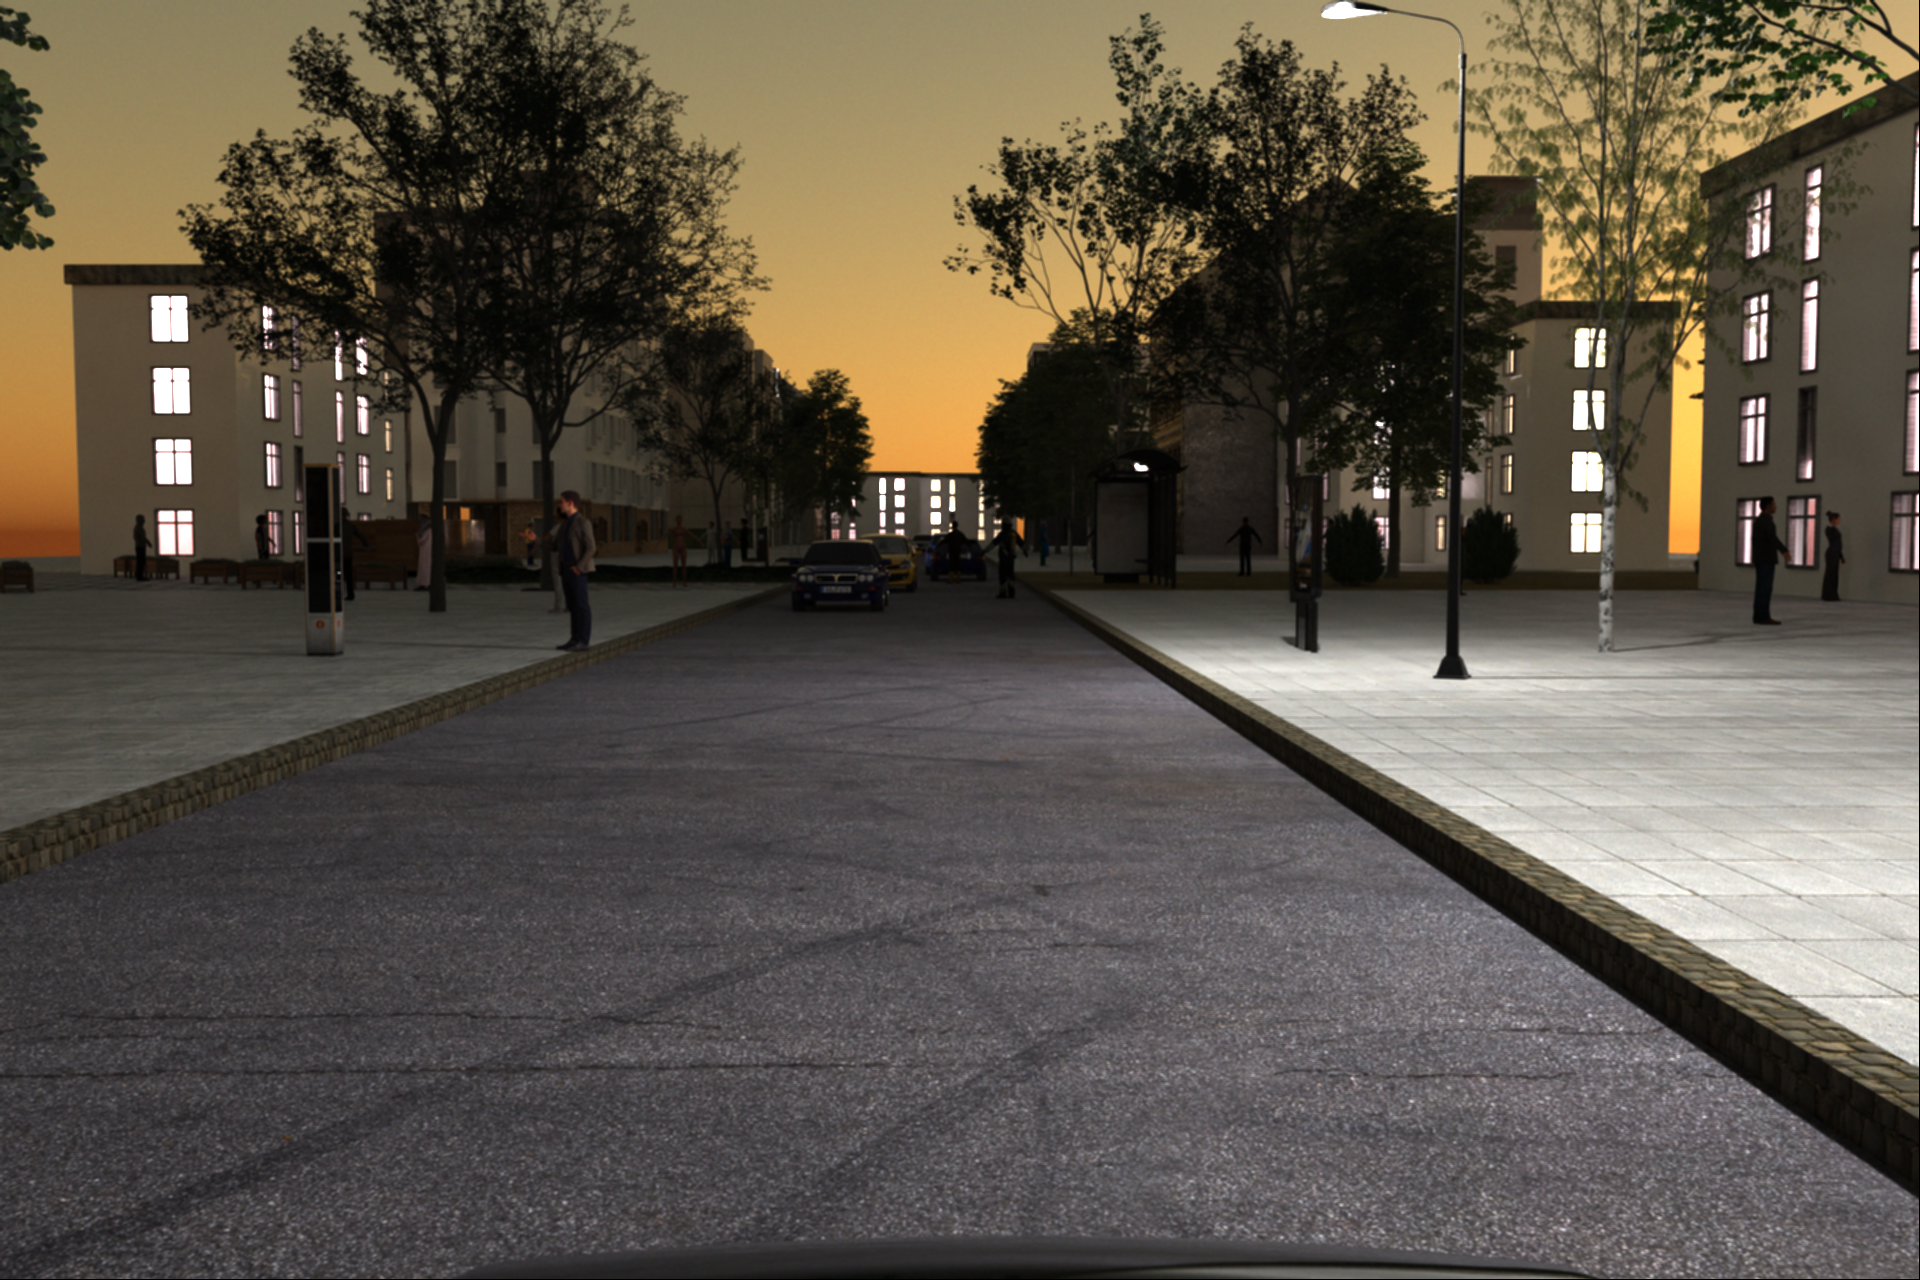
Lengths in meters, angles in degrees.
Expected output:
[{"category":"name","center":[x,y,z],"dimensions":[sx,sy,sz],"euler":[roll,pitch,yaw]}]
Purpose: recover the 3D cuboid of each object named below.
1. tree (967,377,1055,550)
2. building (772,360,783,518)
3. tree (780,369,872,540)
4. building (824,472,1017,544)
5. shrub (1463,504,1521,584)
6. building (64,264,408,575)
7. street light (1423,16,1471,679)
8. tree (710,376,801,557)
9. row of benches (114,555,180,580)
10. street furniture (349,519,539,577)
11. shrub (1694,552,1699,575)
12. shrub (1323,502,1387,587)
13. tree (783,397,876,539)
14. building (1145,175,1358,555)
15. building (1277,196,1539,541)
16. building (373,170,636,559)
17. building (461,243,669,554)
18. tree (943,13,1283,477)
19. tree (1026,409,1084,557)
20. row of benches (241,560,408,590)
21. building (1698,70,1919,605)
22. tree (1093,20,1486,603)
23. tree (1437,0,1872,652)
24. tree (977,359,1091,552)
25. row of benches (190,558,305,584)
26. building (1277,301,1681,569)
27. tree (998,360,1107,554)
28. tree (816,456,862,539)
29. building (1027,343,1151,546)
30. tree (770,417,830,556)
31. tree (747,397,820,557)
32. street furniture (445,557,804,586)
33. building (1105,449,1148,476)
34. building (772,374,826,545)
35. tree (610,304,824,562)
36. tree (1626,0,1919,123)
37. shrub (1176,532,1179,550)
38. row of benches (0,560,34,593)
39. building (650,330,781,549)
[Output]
[{"category":"tree","center":[5.172,-14.041,136.225],"dimensions":[9.857,13.997,8.962],"euler":[0,3,0]},{"category":"building","center":[-25.414,-20.190,186.524],"dimensions":[16.016,20.090,11.380],"euler":[0,3,0]},{"category":"tree","center":[-9.388,-12.299,119.218],"dimensions":[7.486,12.596,7.792],"euler":[0,3,0]},{"category":"building","center":[-6.036,-17.702,234.031],"dimensions":[28.070,9.664,9.099],"euler":[-1,4,-9]},{"category":"shrub","center":[13.644,-2.500,44.919],"dimensions":[1.661,2.075,1.752],"euler":[0,3,0]},{"category":"building","center":[-26.975,-7.704,68.107],"dimensions":[9.099,9.664,28.070],"euler":[0,4,0]},{"category":"street light","center":[4.933,-2.614,15.273],"dimensions":[1.470,5.913,1.316],"euler":[0,4,-1]},{"category":"tree","center":[-9.477,-7.843,78.593],"dimensions":[4.737,8.622,4.395],"euler":[0,3,0]},{"category":"row of benches","center":[-23.704,-2.135,50.364],"dimensions":[1.422,0.672,4.104],"euler":[-3,5,-41]},{"category":"street furniture","center":[-16.535,-2.947,55.045],"dimensions":[9.812,1.723,11.010],"euler":[0,4,1]},{"category":"shrub","center":[21.511,-2.353,49.585],"dimensions":[1.383,1.207,1.383],"euler":[0,3,0]},{"category":"shrub","center":[9.702,-2.354,42.528],"dimensions":[1.661,2.075,1.752],"euler":[0,3,0]},{"category":"tree","center":[-9.914,-12.491,129.982],"dimensions":[9.928,11.665,9.643],"euler":[0,3,0]},{"category":"building","center":[22.919,-17.405,115.504],"dimensions":[19.493,23.208,18.063],"euler":[0,4,0]},{"category":"building","center":[24.402,-15.123,103.675],"dimensions":[16.016,20.090,11.380],"euler":[0,3,0]},{"category":"building","center":[-24.325,-14.370,91.368],"dimensions":[16.016,20.090,11.380],"euler":[0,4,-1]},{"category":"building","center":[-25.671,-15.558,110.786],"dimensions":[16.016,20.090,11.380],"euler":[0,4,-1]},{"category":"tree","center":[5.727,-12.844,65.892],"dimensions":[12.611,20.169,13.585],"euler":[0,3,0]},{"category":"tree","center":[6.416,-9.074,98.718],"dimensions":[4.360,8.622,3.978],"euler":[0,3,0]},{"category":"row of benches","center":[-14.933,-1.529,40.465],"dimensions":[4.104,0.672,1.422],"euler":[1,4,13]},{"category":"building","center":[21.905,-5.164,26.572],"dimensions":[9.099,9.664,28.070],"euler":[0,4,-1]},{"category":"tree","center":[5.991,-5.983,32.231],"dimensions":[7.601,10.594,8.767],"euler":[0,4,-1]},{"category":"tree","center":[6.793,-4.175,18.616],"dimensions":[4.360,8.622,3.978],"euler":[0,3,0]},{"category":"tree","center":[5.518,-13.297,124.057],"dimensions":[9.857,13.997,8.962],"euler":[0,3,0]},{"category":"row of benches","center":[-18.110,-1.800,44.896],"dimensions":[4.104,0.672,1.422],"euler":[1,4,13]},{"category":"building","center":[21.215,-8.217,76.500],"dimensions":[9.099,9.664,28.070],"euler":[0,4,-1]},{"category":"tree","center":[5.906,-11.830,111.539],"dimensions":[7.486,12.596,7.792],"euler":[0,3,0]},{"category":"tree","center":[-10.120,-11.931,145.430],"dimensions":[4.737,8.622,4.395],"euler":[0,3,0]},{"category":"building","center":[21.612,-21.873,201.597],"dimensions":[27.936,21.610,32.646],"euler":[0,4,-1]},{"category":"tree","center":[-9.606,-9.325,102.819],"dimensions":[4.360,8.622,3.978],"euler":[0,3,0]},{"category":"tree","center":[-8.972,-8.704,92.679],"dimensions":[4.360,8.622,3.978],"euler":[0,3,0]},{"category":"street furniture","center":[-8.302,-1.864,46.096],"dimensions":[10.072,0.657,5.734],"euler":[0,4,-6]},{"category":"building","center":[20.035,-13.890,169.256],"dimensions":[9.099,9.664,28.070],"euler":[0,4,-1]},{"category":"building","center":[-26.385,-23.220,210.570],"dimensions":[19.493,23.208,18.063],"euler":[0,4,-1]},{"category":"tree","center":[-9.680,-8.273,69.677],"dimensions":[8.767,10.594,7.601],"euler":[-1,4,-14]},{"category":"tree","center":[6.879,-5.112,9.336],"dimensions":[9.928,11.665,9.643],"euler":[0,3,0]},{"category":"shrub","center":[6.217,-3.152,55.955],"dimensions":[1.690,2.028,1.600],"euler":[0,3,0]},{"category":"row of benches","center":[-21.498,-1.466,39.430],"dimensions":[1.422,0.672,4.104],"euler":[-2,4,-29]},{"category":"building","center":[-27.214,-18.327,166.097],"dimensions":[16.747,18.905,31.486],"euler":[0,4,0]}]
